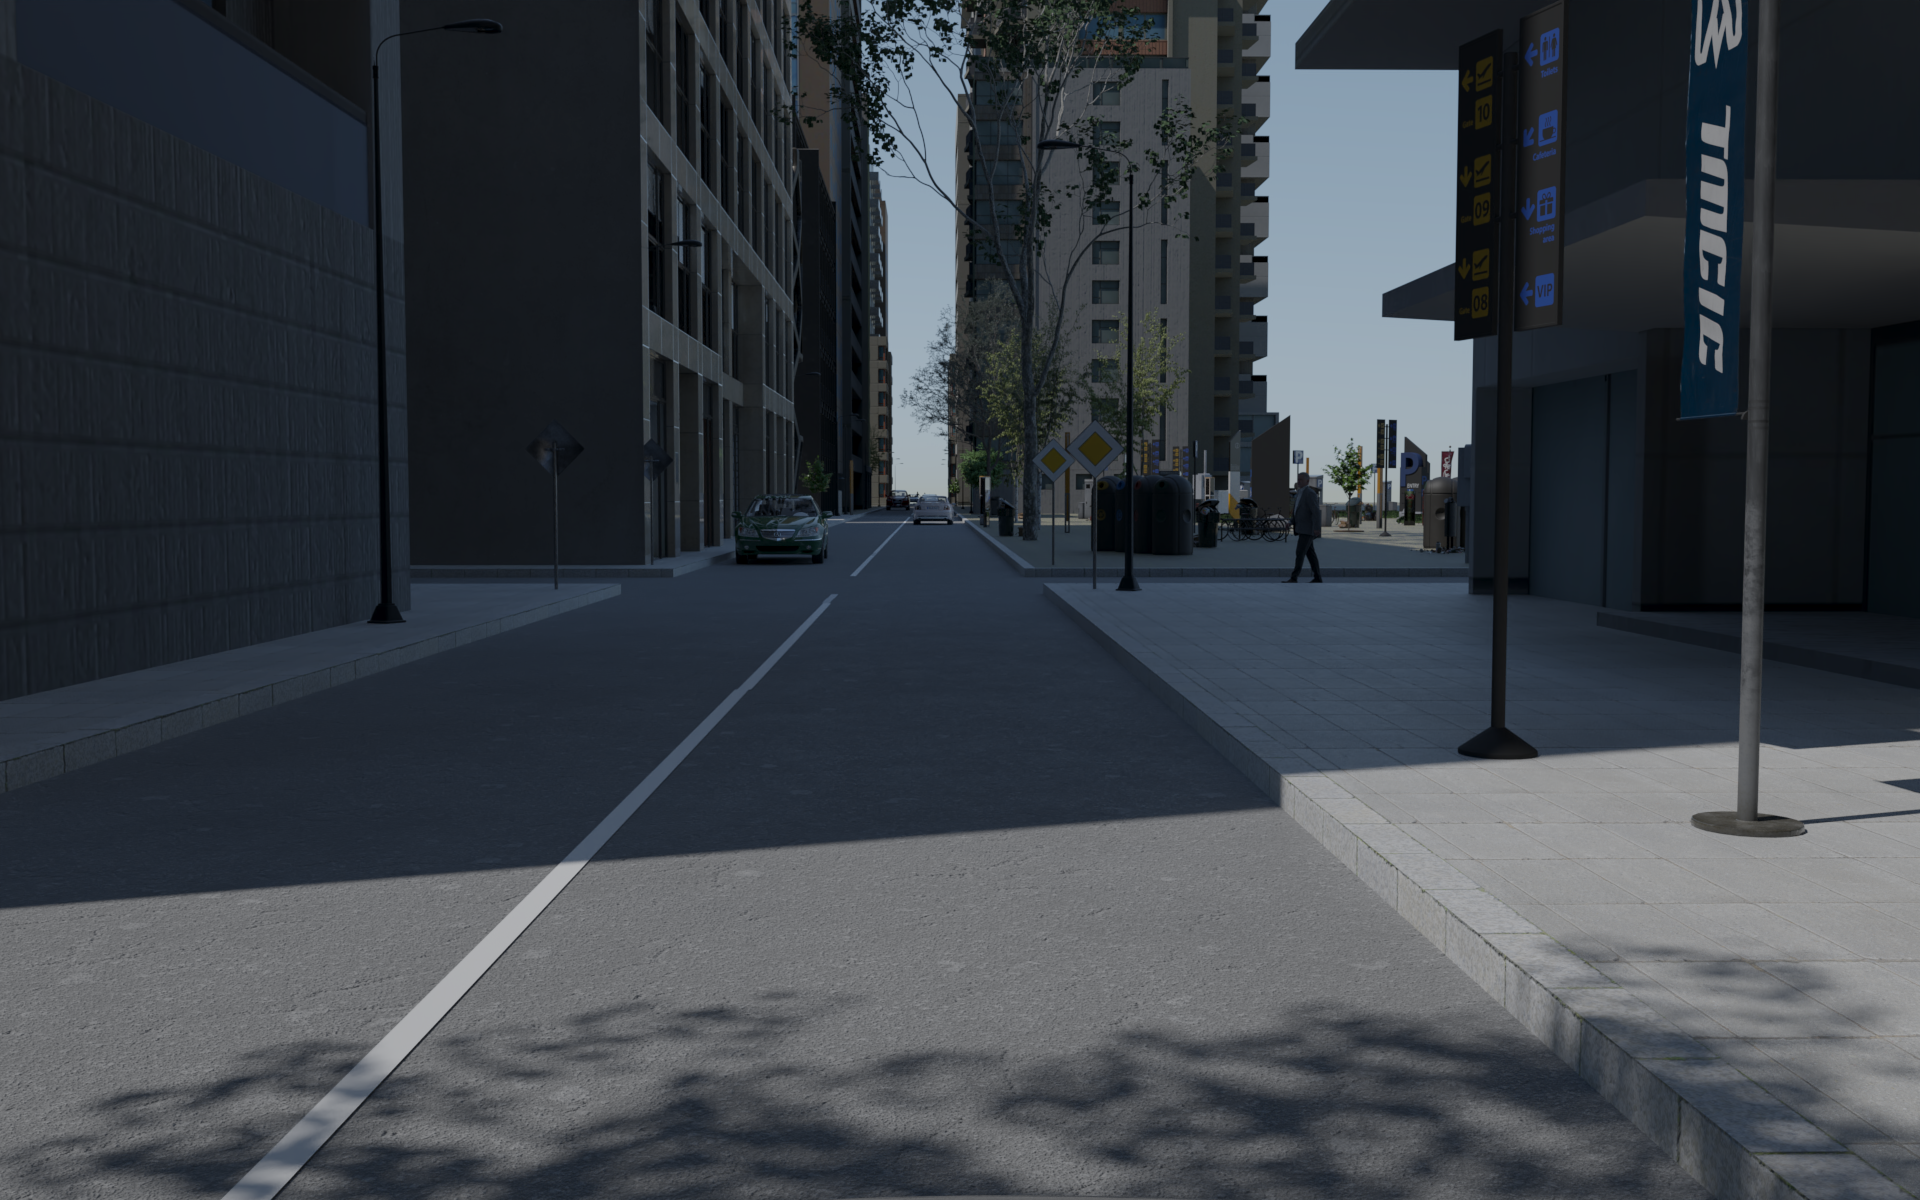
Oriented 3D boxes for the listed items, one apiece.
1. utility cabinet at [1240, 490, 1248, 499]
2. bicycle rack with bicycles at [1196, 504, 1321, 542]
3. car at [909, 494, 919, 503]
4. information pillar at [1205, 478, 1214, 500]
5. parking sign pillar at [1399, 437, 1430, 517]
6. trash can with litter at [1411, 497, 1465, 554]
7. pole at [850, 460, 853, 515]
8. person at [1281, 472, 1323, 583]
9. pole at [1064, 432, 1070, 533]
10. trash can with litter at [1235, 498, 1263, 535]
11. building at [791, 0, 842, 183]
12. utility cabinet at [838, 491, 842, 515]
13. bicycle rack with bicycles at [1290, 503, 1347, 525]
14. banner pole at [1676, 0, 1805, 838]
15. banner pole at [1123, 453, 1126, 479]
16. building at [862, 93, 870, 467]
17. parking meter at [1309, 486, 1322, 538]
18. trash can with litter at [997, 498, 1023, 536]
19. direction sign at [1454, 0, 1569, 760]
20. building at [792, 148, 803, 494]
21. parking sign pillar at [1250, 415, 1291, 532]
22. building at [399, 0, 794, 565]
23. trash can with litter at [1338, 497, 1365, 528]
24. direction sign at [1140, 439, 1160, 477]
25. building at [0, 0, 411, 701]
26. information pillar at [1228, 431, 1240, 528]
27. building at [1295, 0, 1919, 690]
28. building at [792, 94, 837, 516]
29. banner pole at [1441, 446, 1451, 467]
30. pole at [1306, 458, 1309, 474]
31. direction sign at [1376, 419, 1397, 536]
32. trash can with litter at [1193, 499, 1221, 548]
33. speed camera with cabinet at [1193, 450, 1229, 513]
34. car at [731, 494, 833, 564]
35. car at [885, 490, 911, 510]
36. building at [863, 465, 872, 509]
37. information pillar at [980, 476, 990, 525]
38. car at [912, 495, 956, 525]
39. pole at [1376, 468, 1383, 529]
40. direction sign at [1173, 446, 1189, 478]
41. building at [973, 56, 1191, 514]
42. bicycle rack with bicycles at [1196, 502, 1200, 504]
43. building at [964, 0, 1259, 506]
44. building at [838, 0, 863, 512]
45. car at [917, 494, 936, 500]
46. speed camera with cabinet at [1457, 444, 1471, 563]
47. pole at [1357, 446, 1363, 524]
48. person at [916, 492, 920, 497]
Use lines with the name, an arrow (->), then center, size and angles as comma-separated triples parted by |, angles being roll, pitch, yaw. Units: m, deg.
utility cabinet -> 15.729, -5.478, 98.237 | 1.173, 1.500, 0.318 | -1, 4, -11
bicycle rack with bicycles -> 8.127, -2.071, 47.243 | 2.925, 0.926, 2.852 | 2, 4, 26
car -> -7.118, -15.209, 260.668 | 2.014, 1.417, 4.499 | 0, 4, -2
information pillar -> 11.124, -4.446, 77.180 | 0.304, 2.012, 0.304 | -3, 5, -39
parking sign pillar -> 21.107, -5.636, 80.614 | 1.447, 3.967, 1.447 | -2, 4, -34
trash can with litter -> 10.605, -1.653, 38.083 | 1.678, 1.210, 2.233 | 2, 4, 26
pole -> -6.572, -6.794, 104.922 | 0.158, 3.312, 0.155 | 0, 3, 0
person -> 5.320, -1.110, 27.042 | 0.834, 1.777, 0.661 | -1, 4, -22
pole -> 3.540, -3.870, 57.114 | 0.158, 3.312, 0.155 | 0, 3, 0
trash can with litter -> 9.117, -2.624, 54.289 | 0.624, 1.170, 1.055 | 3, 4, 39
building -> -15.016, -28.327, 113.253 | 14.600, 45.320, 14.200 | 0, 4, -1
utility cabinet -> -7.490, -5.880, 104.819 | 0.318, 1.500, 1.173 | -2, 4, -26
bicycle rack with bicycles -> 14.901, -3.578, 71.879 | 2.852, 0.926, 2.925 | -1, 4, -14
banner pole -> 3.012, -1.025, 6.771 | 0.401, 3.779, 0.863 | 0, 4, -3
banner pole -> 9.198, -6.508, 96.425 | 0.401, 3.779, 0.863 | 1, 4, 21
building -> -16.172, -29.831, 171.330 | 14.154, 41.232, 14.086 | 0, 4, -1
parking meter -> 10.431, -2.595, 50.845 | 0.372, 1.533, 0.369 | 0, 3, 0
trash can with litter -> 1.650, -2.521, 52.611 | 1.055, 1.170, 0.624 | 1, 4, 8
direction sign -> 2.651, -1.005, 8.436 | 0.379, 3.537, 0.876 | -1, 4, -16
building -> -15.203, -12.588, 73.272 | 16.820, 18.784, 16.811 | 0, 4, -1
parking sign pillar -> 10.579, -4.320, 59.102 | 1.447, 3.967, 1.447 | 0, 4, 3
building -> -15.564, -14.850, 47.312 | 19.350, 26.468, 34.151 | 0, 4, -1
trash can with litter -> 14.690, -3.282, 65.044 | 0.624, 1.170, 1.055 | 3, 5, 45
direction sign -> 7.891, -4.892, 71.984 | 0.876, 3.537, 0.379 | 2, 4, 35
building -> -19.996, -28.786, 12.653 | 28.212, 58.520, 21.231 | 0, 4, -1
information pillar -> 10.128, -4.435, 63.872 | 0.504, 3.616, 0.183 | -2, 4, -31
building -> 17.811, -25.651, 8.636 | 28.713, 52.752, 27.495 | 0, 4, -1
building -> -13.363, -16.230, 95.040 | 12.332, 23.373, 15.834 | 0, 4, -1
banner pole -> 25.186, -6.096, 89.692 | 0.401, 3.779, 0.863 | -2, 4, -28
pole -> 19.368, -6.283, 96.577 | 0.158, 3.312, 0.155 | 0, 3, 0
direction sign -> 12.935, -3.705, 52.567 | 0.876, 3.537, 0.379 | -2, 4, -35
trash can with litter -> 5.777, -1.851, 41.651 | 0.624, 1.170, 1.055 | -2, 4, -30
speed camera with cabinet -> 11.498, -5.171, 78.884 | 2.038, 3.252, 0.660 | -3, 5, -39
car -> -3.784, -1.551, 37.163 | 2.131, 1.459, 4.920 | 0, 4, -3
car -> -5.466, -8.835, 153.117 | 2.281, 1.827, 5.304 | 0, 4, 0
building -> -18.250, -43.681, 152.443 | 20.563, 71.187, 20.611 | 0, 4, -1
information pillar -> 1.017, -4.081, 71.224 | 0.304, 2.012, 0.304 | -3, 5, -40
car -> -1.245, -4.253, 81.891 | 2.083, 1.381, 4.827 | 0, 4, 0
pole -> 15.579, -4.306, 64.244 | 0.158, 3.312, 0.155 | 0, 3, 0
direction sign -> 10.462, -5.512, 82.120 | 0.876, 3.537, 0.379 | 3, 4, 37
building -> 7.853, -21.199, 118.310 | 14.160, 30.474, 14.107 | 0, 4, -1
bicycle rack with bicycles -> 13.288, -5.087, 96.546 | 2.925, 0.926, 2.852 | 0, 4, -7
building -> 11.503, -29.649, 139.382 | 22.147, 44.769, 28.867 | 0, 4, -1
building -> -18.505, -31.068, 131.661 | 21.300, 48.544, 21.600 | 0, 4, -1
car -> -2.415, -7.848, 138.101 | 2.009, 1.686, 4.222 | 0, 4, -1
speed camera with cabinet -> 10.145, -2.279, 31.592 | 2.038, 3.252, 0.660 | 3, 5, 43
pole -> 16.975, -4.874, 73.533 | 0.158, 3.312, 0.155 | 0, 3, 0
person -> -6.500, -15.634, 264.133 | 1.348, 1.822, 0.705 | -2, 4, -35
